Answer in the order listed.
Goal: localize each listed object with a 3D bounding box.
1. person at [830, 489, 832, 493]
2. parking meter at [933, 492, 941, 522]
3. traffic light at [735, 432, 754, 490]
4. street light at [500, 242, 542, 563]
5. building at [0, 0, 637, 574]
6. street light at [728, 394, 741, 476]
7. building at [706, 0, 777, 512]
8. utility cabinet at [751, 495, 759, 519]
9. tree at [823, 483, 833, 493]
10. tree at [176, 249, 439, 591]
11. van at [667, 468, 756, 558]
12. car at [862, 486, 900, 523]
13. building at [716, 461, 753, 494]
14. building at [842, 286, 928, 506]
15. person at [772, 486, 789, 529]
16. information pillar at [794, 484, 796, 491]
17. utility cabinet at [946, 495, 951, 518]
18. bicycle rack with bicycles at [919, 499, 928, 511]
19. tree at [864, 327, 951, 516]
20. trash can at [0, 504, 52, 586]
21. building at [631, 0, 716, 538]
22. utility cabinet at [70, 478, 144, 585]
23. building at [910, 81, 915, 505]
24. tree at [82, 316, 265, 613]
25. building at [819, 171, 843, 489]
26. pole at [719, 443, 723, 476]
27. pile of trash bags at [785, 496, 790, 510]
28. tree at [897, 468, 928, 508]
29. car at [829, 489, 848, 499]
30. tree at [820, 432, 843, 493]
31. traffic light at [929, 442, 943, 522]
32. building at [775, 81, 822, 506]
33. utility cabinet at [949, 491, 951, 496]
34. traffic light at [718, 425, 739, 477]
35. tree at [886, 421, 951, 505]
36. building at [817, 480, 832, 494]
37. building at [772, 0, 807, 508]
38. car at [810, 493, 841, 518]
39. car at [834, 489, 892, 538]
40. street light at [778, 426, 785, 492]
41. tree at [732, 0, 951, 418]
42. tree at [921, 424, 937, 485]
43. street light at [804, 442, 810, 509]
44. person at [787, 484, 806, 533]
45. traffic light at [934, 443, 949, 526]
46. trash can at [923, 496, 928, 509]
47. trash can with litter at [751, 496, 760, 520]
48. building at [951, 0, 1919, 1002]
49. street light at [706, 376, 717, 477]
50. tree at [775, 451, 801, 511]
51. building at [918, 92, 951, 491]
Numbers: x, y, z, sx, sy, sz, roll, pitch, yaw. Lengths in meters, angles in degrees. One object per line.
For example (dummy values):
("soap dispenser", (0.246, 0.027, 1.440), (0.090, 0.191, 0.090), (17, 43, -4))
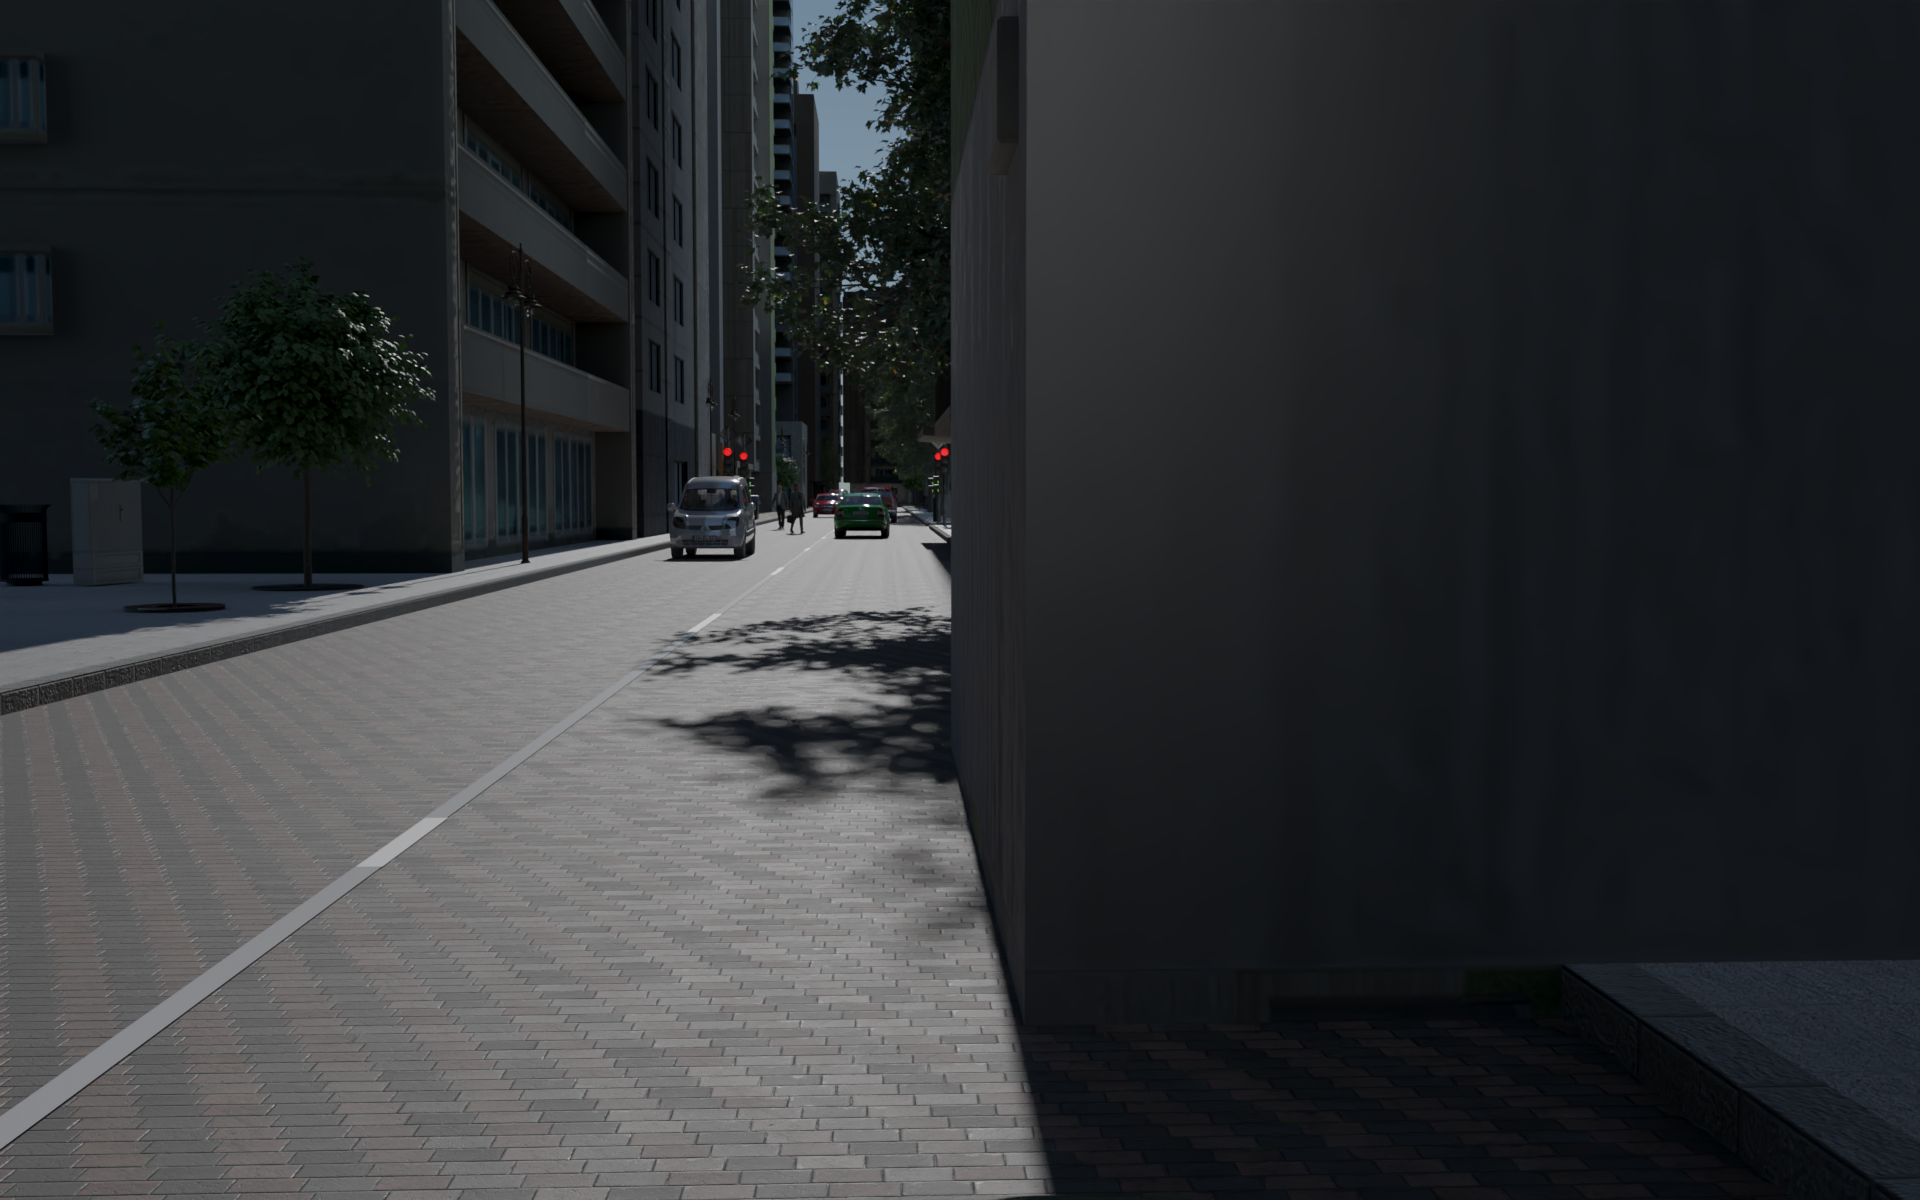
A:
("person", (-9.236, -7.082, 124.690), (0.834, 1.777, 0.661), (-1, 4, -23))
("parking meter", (-1.078, -4.436, 80.935), (0.372, 1.533, 0.369), (0, 3, 0))
("traffic light", (-9.703, -5.452, 78.059), (0.839, 4.253, 0.868), (0, 4, -2))
("street light", (-8.083, -3.624, 32.037), (0.468, 5.910, 1.993), (0, 4, -2))
("building", (-19.313, -25.250, 36.541), (21.300, 48.544, 21.600), (0, 4, -2))
("street light", (-10.193, -6.452, 78.282), (0.468, 5.910, 1.993), (0, 4, -2))
("building", (-20.428, -26.764, 121.192), (14.154, 41.232, 14.086), (0, 4, -2))
("utility cabinet", (-10.830, -4.744, 88.720), (1.020, 1.237, 0.306), (-2, 4, -29))
("tree", (-17.727, -14.435, 230.605), (1.663, 3.219, 1.824), (0, 3, 0))
("tree", (-8.790, -2.424, 23.346), (4.285, 4.588, 4.351), (0, 3, 0))
("van", (-5.674, -2.016, 39.979), (2.013, 2.044, 4.112), (0, 4, -2))
("car", (-4.217, -4.863, 88.187), (2.281, 1.827, 5.304), (0, 4, -2))
("building", (-27.927, -24.587, 93.882), (32.217, 40.220, 23.993), (0, 4, -2))
("building", (-9.540, -28.885, 243.976), (14.107, 30.474, 14.160), (0, 4, -2))
("person", (-7.337, -3.780, 70.709), (0.661, 1.777, 0.834), (0, 4, -3))
("information pillar", (-11.559, -7.207, 122.326), (0.304, 2.012, 0.304), (1, 4, 8))
("utility cabinet", (-0.570, -5.026, 93.343), (0.306, 1.237, 1.020), (0, 4, 3))
("bicycle rack with bicycles", (-1.785, -6.995, 127.749), (2.852, 0.926, 2.925), (-2, 4, -28))
("tree", (-1.984, -13.166, 121.922), (9.857, 13.997, 8.962), (0, 3, 0))
("trash can", (-13.112, -0.770, 24.242), (0.748, 1.137, 0.748), (0, 3, 0))
("building", (-19.868, -37.927, 58.364), (20.611, 71.187, 20.563), (0, 4, -2))
("utility cabinet", (-12.049, -0.968, 24.509), (0.318, 1.500, 1.173), (0, 4, 7))
("building", (4.362, -41.167, 215.080), (21.231, 58.520, 28.212), (0, 4, -2))
("tree", (-8.817, -1.496, 19.060), (1.663, 3.219, 1.824), (0, 3, 0))
("building", (-27.720, -38.088, 246.437), (21.600, 48.544, 21.300), (0, 4, -2))
("pole", (-9.466, -4.574, 68.630), (0.158, 3.312, 0.155), (0, 3, 0))
("pile of trash bags", (-14.288, -7.918, 139.209), (1.912, 1.369, 3.447), (2, 4, 26))
("tree", (-4.082, -10.617, 157.308), (4.285, 4.588, 4.351), (0, 3, 0))
("car", (-9.806, -8.011, 139.660), (2.281, 1.827, 5.304), (0, 4, -4))
("tree", (-15.684, -15.392, 202.021), (4.737, 8.622, 4.395), (0, 3, 0))
("traffic light", (-1.001, -5.476, 78.453), (0.839, 4.253, 0.868), (0, 4, -2))
("building", (-22.579, -33.035, 190.240), (14.600, 45.320, 14.200), (0, 4, -2))
("utility cabinet", (-0.288, -6.561, 115.958), (1.173, 1.500, 0.318), (2, 4, 23))
("traffic light", (-9.355, -4.964, 70.082), (0.839, 4.253, 0.868), (0, 4, -2))
("tree", (-3.410, -14.173, 149.853), (7.486, 12.596, 7.792), (0, 3, 0))
("building", (-30.877, -34.377, 216.694), (28.867, 44.769, 22.147), (0, 4, -2))
("building", (-25.825, -52.207, 166.262), (22.319, 86.520, 31.000), (0, 4, -2))
("car", (-8.094, -5.948, 106.294), (2.155, 1.783, 4.494), (0, 4, -3))
("car", (-3.269, -3.029, 58.328), (1.959, 1.807, 4.718), (0, 4, -1))
("street light", (-11.807, -8.695, 114.950), (0.468, 5.910, 1.993), (0, 4, -2))
("tree", (1.949, -6.623, 25.292), (9.611, 12.733, 9.660), (0, 3, 0))
("tree", (-1.902, -11.041, 130.887), (4.737, 8.622, 4.395), (0, 3, 0))
("street light", (-13.344, -10.929, 151.483), (0.468, 5.910, 1.993), (0, 4, -2))
("person", (-5.926, -3.336, 63.150), (0.694, 1.812, 0.767), (-2, 4, -31))
("traffic light", (-0.652, -4.988, 70.476), (0.839, 4.253, 0.868), (0, 4, -2))
("trash can", (-2.828, -8.227, 146.170), (0.748, 1.137, 0.748), (0, 3, 0))
("trash can with litter", (-10.326, -4.600, 86.595), (0.624, 1.170, 1.055), (0, 4, -1))
("building", (6.886, -19.997, 10.539), (14.154, 41.232, 14.086), (0, 4, -2))
("street light", (-9.808, -5.837, 68.227), (0.468, 5.910, 1.993), (0, 4, -2))
("tree", (-13.798, -9.070, 132.001), (4.285, 4.588, 4.351), (0, 3, 0))
("building", (10.354, -35.666, 172.377), (28.713, 52.752, 27.495), (0, 4, -2))
